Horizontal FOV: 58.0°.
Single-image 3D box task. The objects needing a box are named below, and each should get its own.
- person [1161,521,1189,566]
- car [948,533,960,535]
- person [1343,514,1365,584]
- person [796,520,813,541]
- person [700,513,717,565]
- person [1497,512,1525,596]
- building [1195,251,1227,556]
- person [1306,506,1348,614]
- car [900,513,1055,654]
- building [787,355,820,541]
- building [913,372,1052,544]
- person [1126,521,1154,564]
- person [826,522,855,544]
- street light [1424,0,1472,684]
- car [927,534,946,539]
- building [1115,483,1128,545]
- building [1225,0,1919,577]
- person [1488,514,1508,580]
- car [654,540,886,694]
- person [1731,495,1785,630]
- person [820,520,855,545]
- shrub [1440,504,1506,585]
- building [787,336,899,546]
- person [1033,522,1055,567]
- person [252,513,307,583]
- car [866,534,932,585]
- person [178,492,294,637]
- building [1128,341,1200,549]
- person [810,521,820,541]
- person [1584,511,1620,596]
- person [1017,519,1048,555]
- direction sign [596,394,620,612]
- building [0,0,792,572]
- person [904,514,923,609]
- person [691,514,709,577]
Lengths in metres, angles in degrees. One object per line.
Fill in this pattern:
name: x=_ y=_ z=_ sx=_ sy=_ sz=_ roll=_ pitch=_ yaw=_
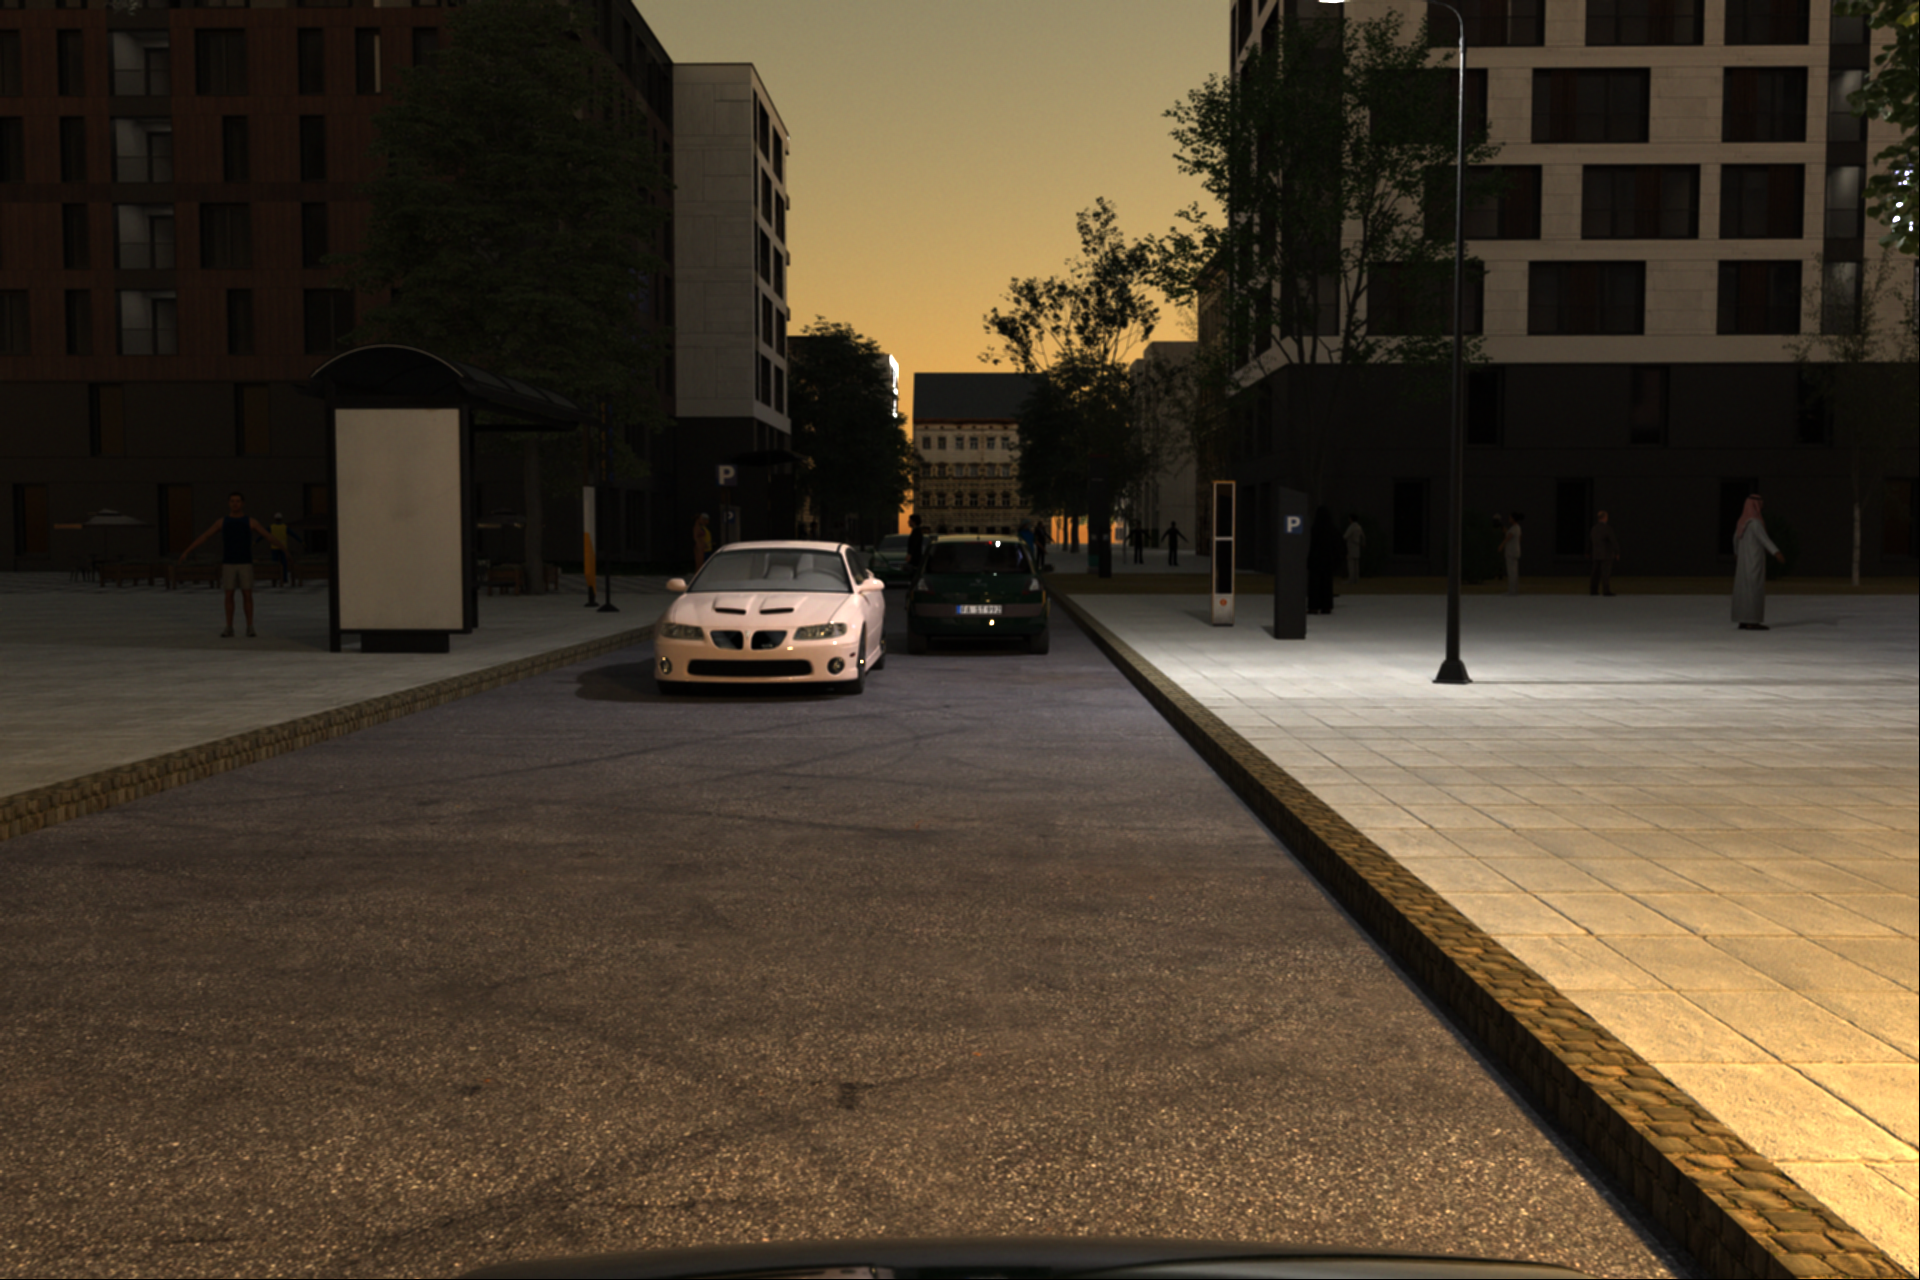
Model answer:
person: x=8.664 y=-3.915 z=70.241 sx=1.346 sy=1.802 sz=0.704 roll=3 pitch=5 yaw=42
car: x=-0.312 y=-7.608 z=133.437 sx=2.155 sy=1.783 sz=4.494 roll=0 pitch=4 yaw=1
person: x=10.092 y=-2.348 z=44.568 sx=0.705 sy=1.806 sz=1.347 roll=3 pitch=5 yaw=45
person: x=-6.507 y=-3.994 z=71.079 sx=1.354 sy=1.856 sz=0.705 roll=3 pitch=5 yaw=43
person: x=-5.902 y=-2.089 z=40.627 sx=0.721 sy=1.772 sz=1.216 roll=0 pitch=4 yaw=6
person: x=11.430 y=-1.790 z=36.042 sx=0.721 sy=1.739 sz=1.217 roll=2 pitch=4 yaw=35
building: x=23.472 y=-16.170 z=95.300 sx=19.493 sy=23.208 sz=18.063 roll=0 pitch=4 yaw=1
person: x=5.744 y=-1.284 z=27.788 sx=1.214 sy=1.737 sz=0.721 roll=-2 pitch=4 yaw=-27
car: x=0.225 y=-0.748 z=22.013 sx=2.009 sy=1.686 sz=4.222 roll=0 pitch=4 yaw=0
building: x=-23.480 y=-20.304 z=162.892 sx=19.493 sy=23.208 sz=18.063 roll=0 pitch=4 yaw=1
building: x=2.861 y=-24.522 z=234.314 sx=18.063 sy=23.208 sz=19.493 roll=0 pitch=4 yaw=0
person: x=7.714 y=-4.206 z=74.696 sx=1.347 sy=1.837 sz=0.705 roll=-1 pitch=4 yaw=-14
person: x=-4.954 y=-4.042 z=72.360 sx=1.348 sy=1.796 sz=0.705 roll=-2 pitch=4 yaw=-29
street light: x=4.794 y=-2.582 z=14.763 sx=1.470 sy=5.913 sz=1.316 roll=0 pitch=4 yaw=1
car: x=-1.191 y=-4.717 z=86.905 sx=2.009 sy=1.686 sz=4.222 roll=0 pitch=4 yaw=1
building: x=24.258 y=-16.370 z=209.794 sx=9.099 sy=9.664 sz=28.070 roll=0 pitch=4 yaw=1
building: x=24.114 y=-13.686 z=67.741 sx=27.936 sy=21.610 sz=32.646 roll=0 pitch=4 yaw=1
person: x=15.074 y=-2.625 z=48.689 sx=1.354 sy=1.858 sz=0.705 roll=3 pitch=5 yaw=39
car: x=-1.750 y=-0.286 z=17.030 sx=2.083 sy=1.381 sz=4.827 roll=0 pitch=4 yaw=1
person: x=10.686 y=-1.050 z=23.307 sx=0.704 sy=1.811 sz=1.347 roll=0 pitch=4 yaw=1
person: x=-4.533 y=-3.518 z=63.644 sx=1.348 sy=1.813 sz=0.705 roll=0 pitch=4 yaw=2
shrub: x=13.041 y=-2.452 z=44.130 sx=1.661 sy=2.075 sz=1.752 roll=0 pitch=3 yaw=0
building: x=-21.854 y=-21.476 z=195.112 sx=27.936 sy=21.610 sz=32.646 roll=0 pitch=4 yaw=2
person: x=3.020 y=-3.485 z=63.693 sx=1.216 sy=1.740 sz=0.721 roll=-3 pitch=5 yaw=-39
person: x=-17.794 y=-2.404 z=45.268 sx=1.349 sy=1.833 sz=0.705 roll=-1 pitch=4 yaw=-20
car: x=-1.445 y=-2.162 z=47.148 sx=2.131 sy=1.459 sz=4.920 roll=0 pitch=4 yaw=1
person: x=-9.029 y=-0.947 z=21.644 sx=1.345 sy=1.807 sz=0.704 roll=-1 pitch=4 yaw=-16
building: x=26.057 y=-18.409 z=167.437 sx=16.747 sy=18.905 sz=31.486 roll=0 pitch=4 yaw=1
person: x=-6.186 y=-4.142 z=73.858 sx=0.704 sy=1.843 sz=1.345 roll=1 pitch=4 yaw=13
person: x=13.396 y=-1.803 z=36.072 sx=0.434 sy=1.755 sz=0.990 roll=-1 pitch=4 yaw=-18
person: x=1.698 y=-2.135 z=43.494 sx=0.704 sy=1.817 sz=1.347 roll=3 pitch=5 yaw=42
direction sign: x=-5.821 y=-2.235 z=28.538 sx=0.379 sy=3.537 sz=0.876 roll=0 pitch=4 yaw=2
building: x=-22.984 y=-14.046 z=73.628 sx=27.936 sy=21.610 sz=32.646 roll=0 pitch=4 yaw=1
person: x=-0.887 y=-1.488 z=32.967 sx=0.705 sy=1.806 sz=1.347 roll=0 pitch=4 yaw=2
person: x=-5.722 y=-1.938 z=38.483 sx=0.721 sy=1.733 sz=1.217 roll=0 pitch=4 yaw=0
